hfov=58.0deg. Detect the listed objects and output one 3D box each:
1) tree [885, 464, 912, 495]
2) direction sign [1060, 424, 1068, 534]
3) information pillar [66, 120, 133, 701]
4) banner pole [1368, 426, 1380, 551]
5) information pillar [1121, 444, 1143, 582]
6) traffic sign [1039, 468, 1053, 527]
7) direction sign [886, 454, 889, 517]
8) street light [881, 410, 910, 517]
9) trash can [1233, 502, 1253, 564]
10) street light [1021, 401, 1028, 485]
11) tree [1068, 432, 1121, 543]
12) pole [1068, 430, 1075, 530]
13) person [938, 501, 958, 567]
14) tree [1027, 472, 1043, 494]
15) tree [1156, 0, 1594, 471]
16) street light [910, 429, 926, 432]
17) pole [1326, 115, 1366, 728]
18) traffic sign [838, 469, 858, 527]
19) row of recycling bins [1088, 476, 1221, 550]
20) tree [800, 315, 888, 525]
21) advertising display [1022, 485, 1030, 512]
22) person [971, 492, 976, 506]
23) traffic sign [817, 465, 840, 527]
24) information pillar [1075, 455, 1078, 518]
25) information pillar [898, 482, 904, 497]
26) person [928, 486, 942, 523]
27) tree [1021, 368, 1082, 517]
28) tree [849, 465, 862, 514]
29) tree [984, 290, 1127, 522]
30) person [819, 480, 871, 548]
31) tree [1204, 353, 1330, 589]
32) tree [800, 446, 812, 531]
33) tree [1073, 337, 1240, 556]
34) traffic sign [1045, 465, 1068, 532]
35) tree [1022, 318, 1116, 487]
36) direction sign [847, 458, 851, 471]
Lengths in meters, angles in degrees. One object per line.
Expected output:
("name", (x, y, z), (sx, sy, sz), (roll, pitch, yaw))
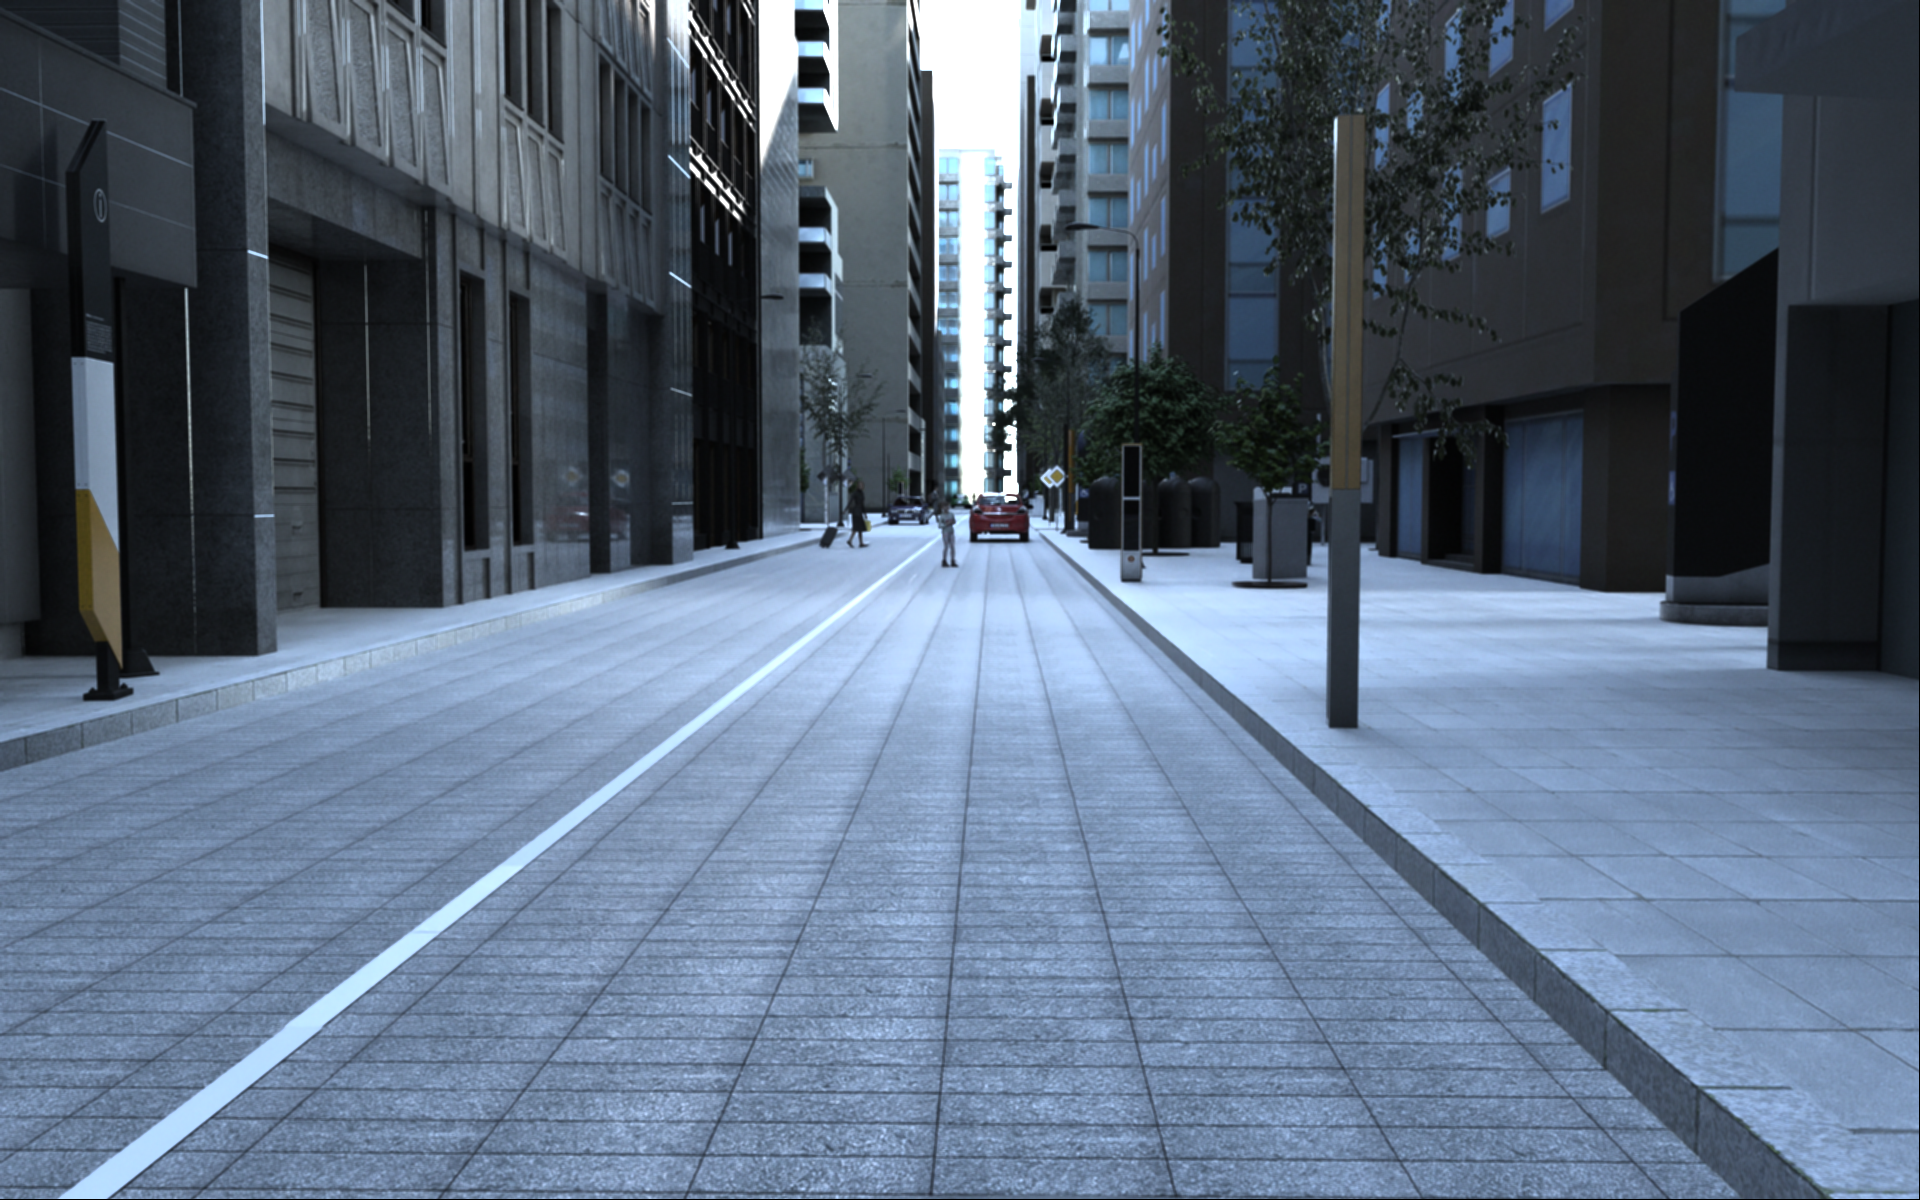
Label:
("tree", (-4.080, -7.196, 112.249), (1.663, 3.219, 1.824), (0, 3, 0))
("direction sign", (3.418, -3.917, 56.040), (0.379, 3.537, 0.876), (1, 4, 11))
("information pillar", (-5.354, -1.185, 10.722), (0.183, 3.616, 0.504), (0, 4, -7))
("banner pole", (9.664, -3.011, 39.246), (0.401, 3.779, 0.863), (-3, 4, -36))
("information pillar", (2.518, -1.277, 25.369), (0.304, 2.012, 0.304), (1, 4, 8))
("traffic sign", (3.481, -3.892, 67.279), (0.795, 2.450, 0.064), (0, 4, 1))
("direction sign", (-4.066, -6.533, 98.819), (0.379, 3.537, 0.876), (0, 4, -1))
("street light", (-3.658, -7.524, 95.564), (1.470, 5.913, 1.316), (0, 4, 1))
("trash can", (5.441, -1.254, 32.152), (0.748, 1.137, 0.748), (0, 3, 0))
("street light", (3.704, -6.946, 86.104), (1.470, 5.913, 1.316), (0, 4, 1))
("tree", (3.623, -3.128, 45.750), (1.663, 3.219, 1.824), (0, 3, 0))
("pole", (3.539, -3.741, 55.007), (0.158, 3.312, 0.155), (0, 3, 0))
("person", (-0.214, -1.300, 34.039), (0.394, 1.301, 0.425), (3, 5, 41))
("tree", (6.534, -9.262, 146.035), (1.663, 3.219, 1.824), (0, 3, 0))
("tree", (3.948, -4.108, 17.521), (4.360, 8.622, 3.978), (0, 3, 0))
("street light", (-3.089, -9.220, 123.293), (1.470, 5.913, 1.316), (0, 4, 1))
("pole", (2.110, -0.956, 9.472), (0.158, 3.312, 0.155), (0, 3, 0))
("traffic sign", (-4.361, -3.903, 67.458), (0.795, 2.450, 0.064), (0, 4, 1))
("row of recycling bins", (4.672, -2.075, 41.043), (3.534, 1.692, 1.069), (-2, 4, -28))
("tree", (-5.346, -7.449, 72.151), (4.360, 8.622, 3.978), (0, 3, 0))
("advertising display", (4.562, -6.993, 119.541), (0.123, 1.923, 0.974), (-2, 4, -26))
("person", (1.610, -12.084, 206.904), (0.721, 1.723, 1.217), (2, 4, 28))
("traffic sign", (-4.523, -3.415, 59.474), (0.795, 2.450, 0.064), (0, 4, 1))
("information pillar", (6.381, -6.145, 91.827), (0.504, 3.616, 0.183), (0, 4, -7))
("information pillar", (-3.529, -6.063, 103.621), (0.304, 2.012, 0.304), (1, 4, 16))
("person", (-1.287, -4.798, 86.912), (0.822, 1.834, 0.622), (0, 4, -2))
("tree", (5.431, -8.998, 97.486), (4.737, 8.622, 4.395), (0, 3, 0))
("tree", (-7.196, -7.229, 112.802), (1.663, 3.219, 1.824), (0, 3, 0))
("tree", (4.511, -8.847, 79.063), (7.601, 10.594, 8.767), (1, 4, 22))
("person", (-3.061, -2.310, 46.479), (1.509, 1.804, 0.699), (-2, 4, -26))
("tree", (4.411, -1.788, 23.835), (1.663, 3.219, 1.824), (0, 3, 0))
("tree", (-5.709, -4.051, 60.828), (1.663, 3.219, 1.824), (0, 3, 0))
("tree", (4.058, -3.226, 36.462), (4.285, 4.588, 4.351), (0, 3, 0))
("traffic sign", (3.319, -3.404, 59.296), (0.795, 2.450, 0.064), (0, 4, 1))
("tree", (4.801, -7.423, 71.728), (4.360, 8.622, 3.978), (0, 3, 0))
("direction sign", (-7.161, -7.172, 109.256), (0.379, 3.537, 0.876), (2, 4, 33))
